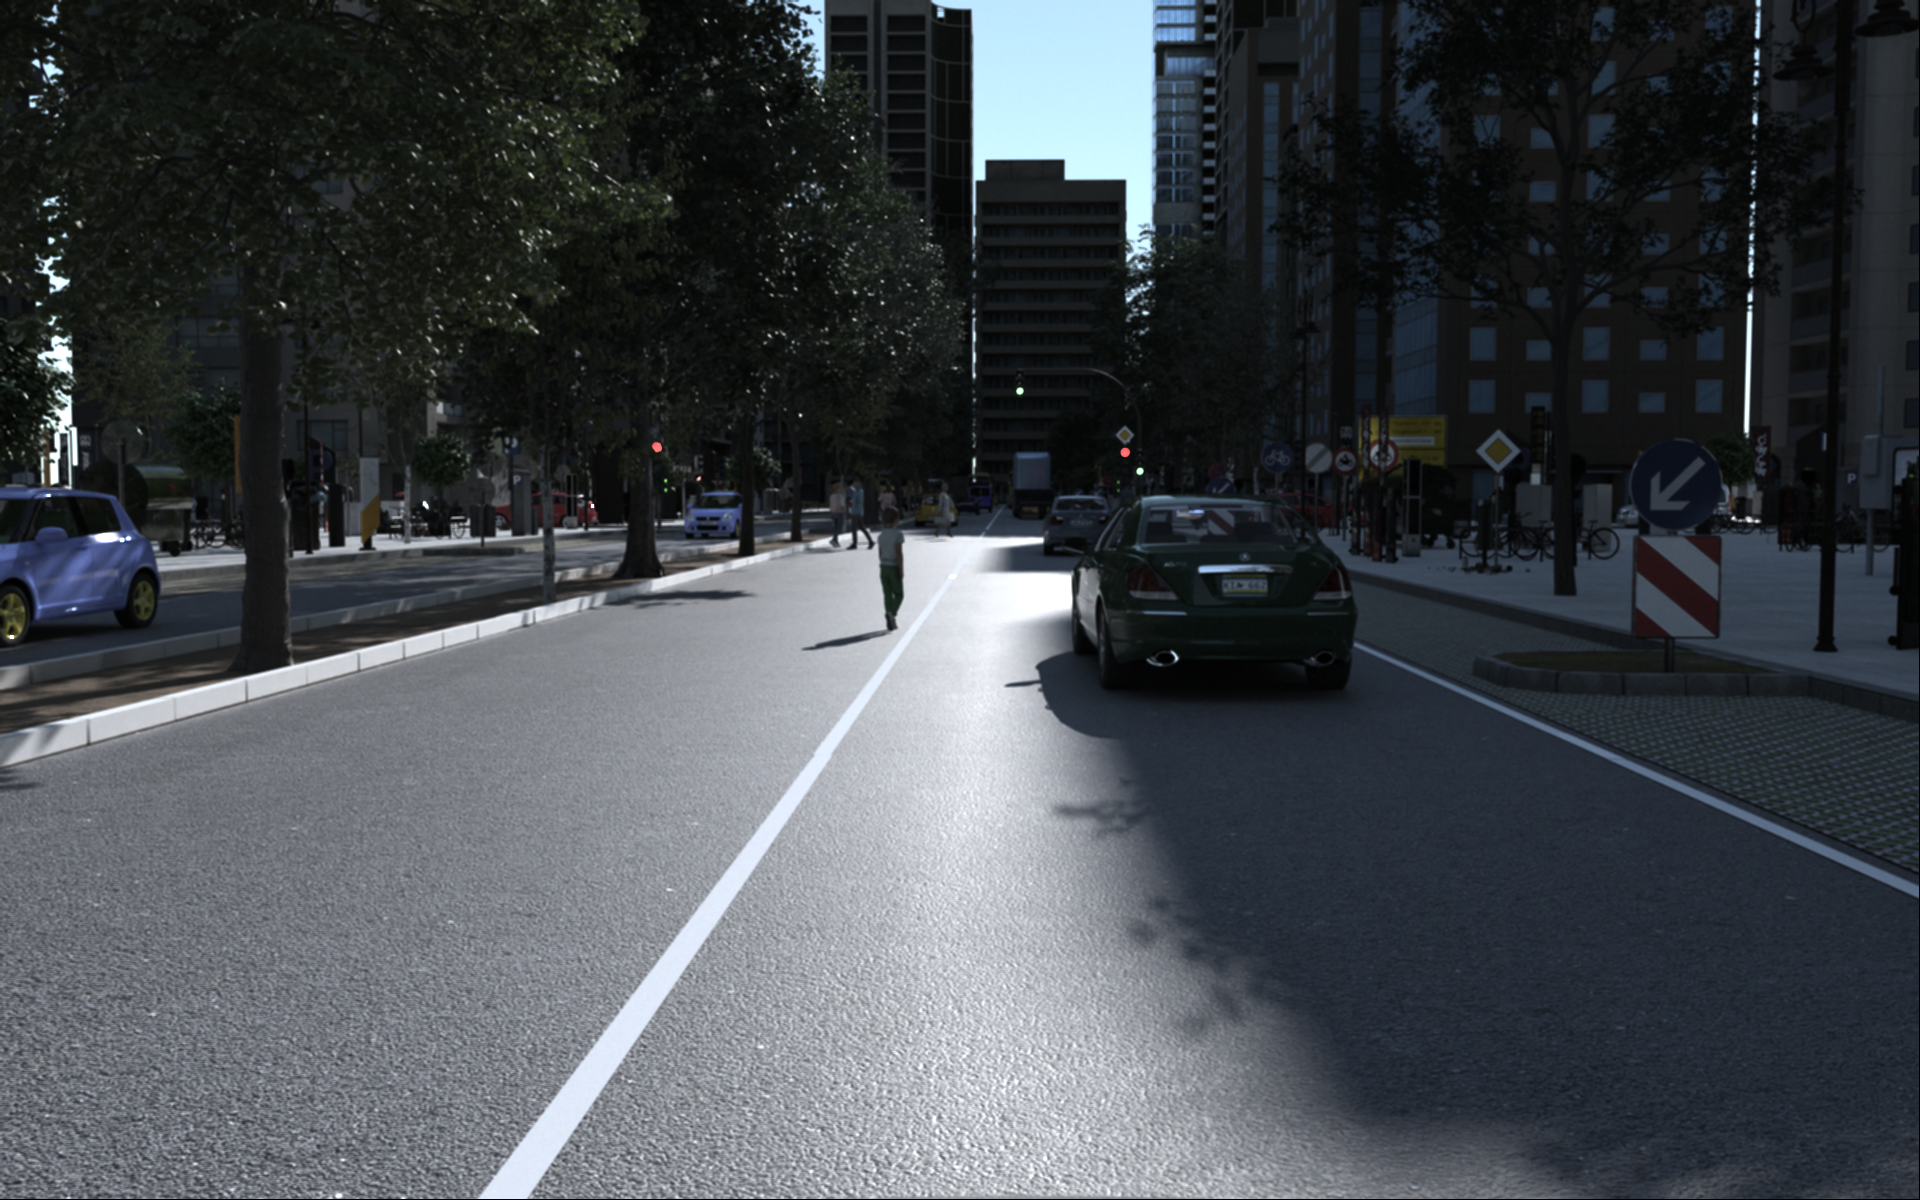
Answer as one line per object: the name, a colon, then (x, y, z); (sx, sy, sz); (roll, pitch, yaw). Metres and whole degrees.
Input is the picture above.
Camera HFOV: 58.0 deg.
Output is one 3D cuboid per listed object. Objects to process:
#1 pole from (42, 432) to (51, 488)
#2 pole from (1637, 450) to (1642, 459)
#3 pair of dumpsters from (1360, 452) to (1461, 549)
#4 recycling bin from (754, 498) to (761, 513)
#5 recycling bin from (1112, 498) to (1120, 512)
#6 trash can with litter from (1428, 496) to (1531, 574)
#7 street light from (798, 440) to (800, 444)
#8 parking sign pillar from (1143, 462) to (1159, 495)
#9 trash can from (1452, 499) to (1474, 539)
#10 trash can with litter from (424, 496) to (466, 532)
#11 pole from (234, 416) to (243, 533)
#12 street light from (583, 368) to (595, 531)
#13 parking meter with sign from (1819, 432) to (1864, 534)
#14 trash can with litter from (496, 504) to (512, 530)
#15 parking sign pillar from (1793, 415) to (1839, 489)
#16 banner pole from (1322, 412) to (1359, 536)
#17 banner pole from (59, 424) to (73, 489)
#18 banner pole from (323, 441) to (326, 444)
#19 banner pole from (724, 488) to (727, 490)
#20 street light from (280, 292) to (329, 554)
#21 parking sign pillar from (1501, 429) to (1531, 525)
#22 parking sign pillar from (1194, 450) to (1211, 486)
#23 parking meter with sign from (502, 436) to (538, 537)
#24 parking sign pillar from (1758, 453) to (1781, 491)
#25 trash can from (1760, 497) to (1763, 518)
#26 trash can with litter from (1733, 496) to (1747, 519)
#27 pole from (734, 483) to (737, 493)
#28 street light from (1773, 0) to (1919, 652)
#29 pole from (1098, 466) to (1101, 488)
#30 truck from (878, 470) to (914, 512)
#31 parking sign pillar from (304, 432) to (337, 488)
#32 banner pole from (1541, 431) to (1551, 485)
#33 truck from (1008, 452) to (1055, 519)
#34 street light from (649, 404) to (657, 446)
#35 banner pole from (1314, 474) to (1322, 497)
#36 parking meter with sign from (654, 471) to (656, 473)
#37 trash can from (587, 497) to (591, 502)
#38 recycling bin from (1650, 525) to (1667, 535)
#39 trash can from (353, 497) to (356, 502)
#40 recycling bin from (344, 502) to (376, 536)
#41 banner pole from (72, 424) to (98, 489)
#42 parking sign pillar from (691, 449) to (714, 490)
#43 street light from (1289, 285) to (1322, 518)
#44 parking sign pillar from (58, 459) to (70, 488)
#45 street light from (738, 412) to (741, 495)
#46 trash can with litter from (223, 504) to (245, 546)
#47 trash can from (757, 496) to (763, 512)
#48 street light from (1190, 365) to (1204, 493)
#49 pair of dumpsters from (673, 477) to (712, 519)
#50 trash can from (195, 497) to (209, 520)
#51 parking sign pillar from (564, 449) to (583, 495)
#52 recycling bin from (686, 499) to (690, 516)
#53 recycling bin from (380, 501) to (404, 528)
pole: (-29.934, -3.851, 56.803); (0.158, 3.312, 0.155); (0, 3, 0)
pole: (31.660, -5.318, 80.798); (0.158, 3.312, 0.155); (0, 3, 0)
pair of dumpsters: (10.976, -2.438, 42.356); (1.574, 2.255, 4.437); (0, 4, 2)
recycling bin: (-13.633, -6.256, 114.845); (0.722, 1.027, 0.722); (1, 4, 15)
recycling bin: (10.058, -5.884, 108.764); (0.722, 1.027, 0.722); (-3, 4, -36)
trash can with litter: (8.568, -1.076, 28.654); (1.678, 1.210, 2.233); (1, 4, 18)
street light: (-11.355, -9.012, 120.130); (0.468, 5.910, 1.993); (0, 4, 2)
parking sign pillar: (14.970, -9.001, 135.632); (1.447, 3.967, 1.447); (3, 5, 44)
trash can: (14.399, -2.337, 49.859); (0.748, 1.137, 0.748); (0, 3, 0)
trash can with litter: (-18.215, -2.980, 59.786); (1.678, 1.210, 2.233); (-3, 5, -42)
pole: (-18.893, -3.152, 45.381); (0.158, 3.312, 0.155); (0, 3, 0)
street light: (-13.158, -5.382, 60.790); (0.468, 5.910, 1.993); (0, 4, 2)
parking meter with sign: (24.476, -3.161, 47.948); (0.543, 3.016, 1.738); (0, 4, -3)
trash can with litter: (-15.951, -3.080, 61.751); (1.055, 1.170, 0.624); (-3, 5, -42)
parking sign pillar: (29.241, -4.327, 59.217); (1.447, 3.967, 1.447); (1, 4, 13)
banner pole: (11.710, -3.866, 53.232); (0.863, 3.779, 0.401); (-1, 4, -13)
banner pole: (-32.091, -4.421, 62.302); (0.863, 3.779, 0.401); (2, 4, 27)
banner pole: (-30.184, -5.644, 82.300); (0.401, 3.779, 0.863); (-1, 4, -12)
banner pole: (-19.420, -9.337, 142.680); (0.863, 3.779, 0.401); (3, 5, 43)
street light: (-13.884, -3.914, 36.780); (0.468, 5.910, 1.993); (0, 4, 2)
parking sign pillar: (23.127, -5.074, 71.439); (1.447, 3.967, 1.447); (3, 4, 36)
parking sign pillar: (13.696, -6.619, 96.700); (1.447, 3.967, 1.447); (-2, 4, -35)
parking meter with sign: (-13.406, -3.470, 52.992); (0.543, 3.016, 1.738); (0, 4, 6)
parking sign pillar: (44.288, -6.502, 94.775); (1.447, 3.967, 1.447); (-1, 4, -14)
trash can: (35.040, -3.874, 74.994); (0.748, 1.137, 0.748); (0, 3, 0)
trash can with litter: (40.155, -4.755, 89.138); (0.624, 1.170, 1.055); (2, 4, 29)
pole: (-14.936, -7.433, 115.378); (0.158, 3.312, 0.155); (0, 3, 0)
street light: (7.065, -2.518, 13.959); (0.468, 5.910, 1.993); (0, 4, 2)
pole: (10.089, -8.047, 125.405); (0.158, 3.312, 0.155); (0, 3, 0)
truck: (-5.132, -8.812, 140.003); (3.469, 3.379, 9.791); (0, 4, 1)
parking sign pillar: (-27.803, -5.312, 75.316); (1.447, 3.967, 1.447); (-1, 4, -15)
banner pole: (20.354, -4.294, 60.223); (0.401, 3.779, 0.863); (3, 5, 44)
truck: (4.628, -7.084, 105.587); (2.967, 4.110, 18.799); (0, 4, 0)
street light: (-12.802, -6.054, 71.765); (0.468, 5.910, 1.993); (0, 4, 2)
banner pole: (20.426, -6.634, 98.476); (0.863, 3.779, 0.401); (-2, 4, -31)
parking meter with sign: (-26.267, -9.154, 145.930); (0.543, 3.016, 1.738); (0, 4, 4)
trash can: (-20.332, -4.953, 92.636); (0.748, 1.137, 0.748); (0, 3, 0)
recycling bin: (20.499, -2.319, 50.462); (0.722, 1.027, 0.722); (1, 4, 22)
trash can: (-28.069, -4.141, 79.366); (0.748, 1.137, 0.748); (0, 3, 0)
recycling bin: (-18.492, -2.493, 53.318); (0.722, 1.027, 0.722); (2, 4, 32)
banner pole: (-31.181, -4.410, 62.126); (0.401, 3.779, 0.863); (2, 4, 35)
parking sign pillar: (-15.438, -7.063, 103.945); (1.447, 3.967, 1.447); (1, 4, 16)
street light: (7.662, -4.023, 38.559); (0.468, 5.910, 1.993); (0, 4, 2)
parking sign pillar: (-68.385, -8.790, 132.191); (1.447, 3.967, 1.447); (-1, 4, -12)
street light: (-12.170, -7.537, 96.025); (0.468, 5.910, 1.993); (0, 4, 2)
trash can with litter: (-17.953, -1.963, 43.490); (0.624, 1.170, 1.055); (1, 4, 18)
trash can: (-13.969, -6.761, 122.202); (0.748, 1.137, 0.748); (0, 3, 0)
street light: (8.568, -5.480, 62.381); (0.468, 5.910, 1.993); (0, 4, 2)
pair of dumpsters: (-14.332, -5.504, 92.489); (1.574, 2.255, 4.437); (0, 4, 2)
trash can: (-37.253, -4.487, 85.023); (0.748, 1.137, 0.748); (0, 3, 0)
parking sign pillar: (-19.081, -5.937, 85.544); (1.447, 3.967, 1.447); (-2, 4, -35)
recycling bin: (-17.575, -6.189, 113.745); (0.722, 1.027, 0.722); (-1, 4, -11)
recycling bin: (-20.793, -3.116, 63.505); (0.722, 1.027, 0.722); (0, 4, -4)
